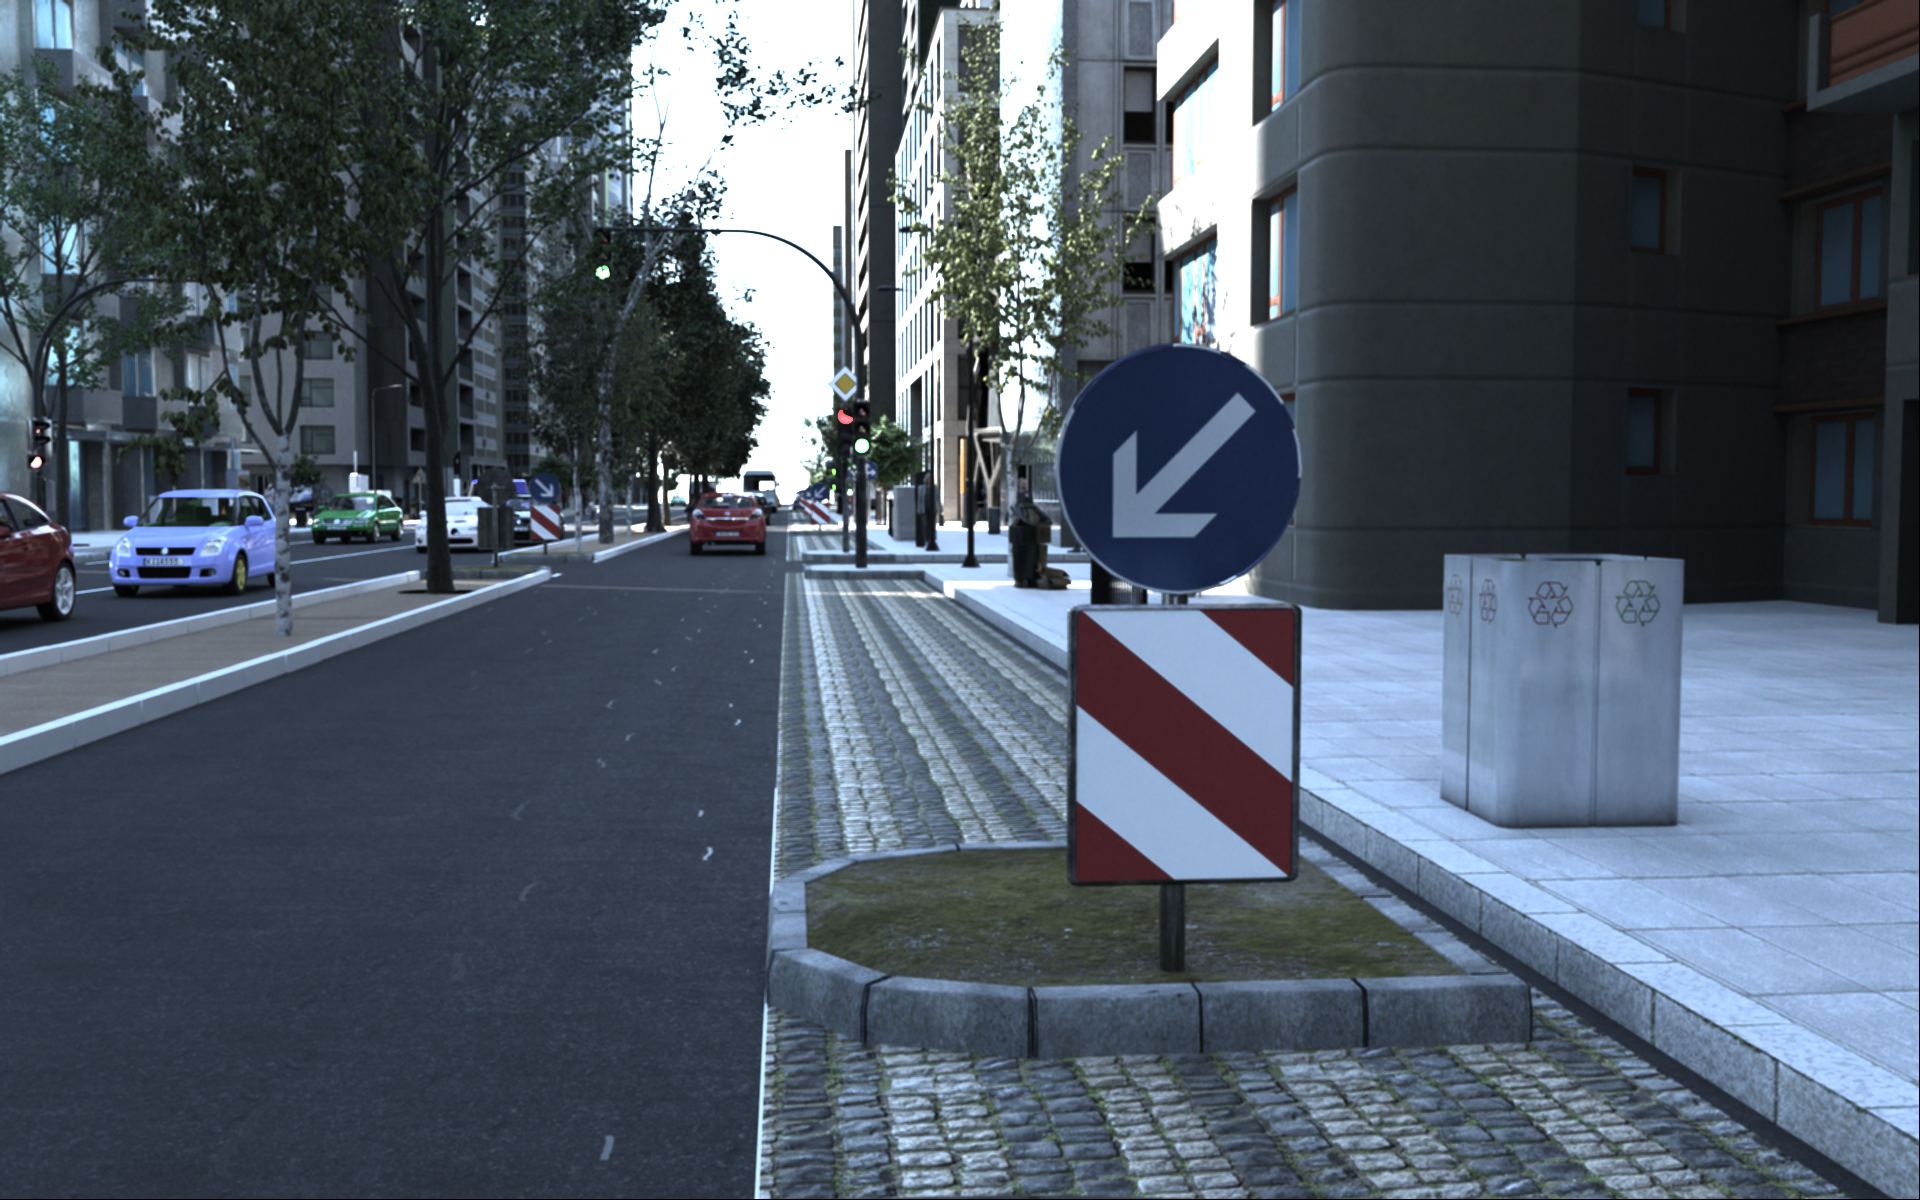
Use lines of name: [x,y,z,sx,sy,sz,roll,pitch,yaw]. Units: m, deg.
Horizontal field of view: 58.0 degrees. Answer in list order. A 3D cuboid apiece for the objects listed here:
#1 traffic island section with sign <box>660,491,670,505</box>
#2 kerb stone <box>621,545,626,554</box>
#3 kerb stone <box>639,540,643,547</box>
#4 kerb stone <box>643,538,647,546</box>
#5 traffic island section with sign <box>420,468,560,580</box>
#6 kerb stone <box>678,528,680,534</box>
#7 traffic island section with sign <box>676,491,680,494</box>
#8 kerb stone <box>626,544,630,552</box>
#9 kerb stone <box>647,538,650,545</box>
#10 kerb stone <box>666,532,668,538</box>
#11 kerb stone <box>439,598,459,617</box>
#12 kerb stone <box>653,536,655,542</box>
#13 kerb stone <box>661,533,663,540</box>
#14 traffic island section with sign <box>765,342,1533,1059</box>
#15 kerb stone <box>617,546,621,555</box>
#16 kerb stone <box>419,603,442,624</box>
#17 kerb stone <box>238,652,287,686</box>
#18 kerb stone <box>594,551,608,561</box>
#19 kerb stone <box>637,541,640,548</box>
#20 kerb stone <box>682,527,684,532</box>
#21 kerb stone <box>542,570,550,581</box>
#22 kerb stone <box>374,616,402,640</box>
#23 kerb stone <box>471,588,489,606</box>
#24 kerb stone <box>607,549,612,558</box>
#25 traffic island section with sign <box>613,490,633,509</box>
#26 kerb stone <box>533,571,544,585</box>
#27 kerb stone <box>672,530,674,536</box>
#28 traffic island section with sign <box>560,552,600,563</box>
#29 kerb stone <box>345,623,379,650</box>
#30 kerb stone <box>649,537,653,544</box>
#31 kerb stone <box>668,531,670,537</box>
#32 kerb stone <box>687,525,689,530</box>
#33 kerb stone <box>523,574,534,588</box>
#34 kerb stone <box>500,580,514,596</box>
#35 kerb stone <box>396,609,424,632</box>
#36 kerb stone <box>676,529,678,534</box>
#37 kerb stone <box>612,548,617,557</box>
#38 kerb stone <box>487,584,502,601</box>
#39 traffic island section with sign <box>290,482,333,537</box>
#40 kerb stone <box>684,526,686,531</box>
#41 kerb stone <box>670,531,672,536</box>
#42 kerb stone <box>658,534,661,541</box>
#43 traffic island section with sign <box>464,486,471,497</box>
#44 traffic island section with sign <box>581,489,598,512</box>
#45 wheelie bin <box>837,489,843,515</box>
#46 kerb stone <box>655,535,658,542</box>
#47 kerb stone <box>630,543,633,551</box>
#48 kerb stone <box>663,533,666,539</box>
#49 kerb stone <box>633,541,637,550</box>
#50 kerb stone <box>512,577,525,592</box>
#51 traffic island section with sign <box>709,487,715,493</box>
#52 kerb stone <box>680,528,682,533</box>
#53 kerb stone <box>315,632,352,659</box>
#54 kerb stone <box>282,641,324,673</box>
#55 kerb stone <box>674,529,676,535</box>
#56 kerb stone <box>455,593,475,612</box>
traffic island section with sign: [-37.166,-12.786,217.681,1.989,1.847,2.006,0,4,-6]
kerb stone: [-8.159,-1.171,41.399,0.120,0.150,1.000,0,4,-6]
kerb stone: [-8.670,-1.486,46.495,0.120,0.150,1.000,0,4,-6]
kerb stone: [-8.761,-1.548,47.513,0.120,0.150,1.000,0,4,-6]
traffic island section with sign: [-8.095,-1.324,29.782,2.006,1.907,1.989,0,4,-6]
kerb stone: [-10.160,-2.422,61.795,0.120,0.150,1.000,0,4,-6]
traffic island section with sign: [-39.849,-14.459,245.029,1.989,1.847,2.006,0,4,-6]
kerb stone: [-8.257,-1.237,42.416,0.120,0.150,1.000,0,4,-6]
kerb stone: [-8.864,-1.605,48.535,0.120,0.150,1.000,0,4,-6]
kerb stone: [-9.563,-2.041,55.665,0.120,0.150,1.000,0,4,-6]
kerb stone: [-6.104,0.108,20.469,0.120,0.150,1.000,0,4,-6]
kerb stone: [-9.067,-1.736,50.579,0.120,0.150,1.000,0,4,-6]
kerb stone: [-9.366,-1.922,53.630,0.120,0.150,1.000,0,4,-6]
traffic island section with sign: [0.402,0.201,5.335,1.989,1.847,2.006,0,4,-6]
kerb stone: [-8.061,-1.112,40.370,0.120,0.150,1.000,0,4,-6]
kerb stone: [-6.007,0.168,19.449,0.120,0.150,1.000,0,4,-6]
kerb stone: [-5.404,0.542,13.331,0.120,0.150,1.000,0,4,-6]
kerb stone: [-7.763,-0.925,37.316,0.120,0.150,1.000,0,4,-6]
kerb stone: [-8.567,-1.421,45.477,0.120,0.150,1.000,0,4,-6]
kerb stone: [-10.367,-2.546,63.830,0.120,0.150,1.000,0,4,-6]
kerb stone: [-6.907,-0.393,28.614,0.120,0.150,1.000,0,4,-6]
kerb stone: [-5.807,0.294,17.409,0.120,0.150,1.000,0,4,-6]
kerb stone: [-6.301,-0.019,22.510,0.120,0.150,1.000,0,4,-6]
kerb stone: [-7.861,-0.987,38.333,0.120,0.150,1.000,0,4,-6]
traffic island section with sign: [-31.778,-9.434,162.878,1.989,1.847,2.006,0,4,-6]
kerb stone: [-6.803,-0.330,27.597,0.120,0.150,1.000,0,4,-6]
kerb stone: [-9.864,-2.234,58.726,0.120,0.150,1.000,0,4,-6]
traffic island section with sign: [-8.810,-1.775,37.155,2.006,1.907,1.989,0,4,-6]
kerb stone: [-5.702,0.356,16.386,0.120,0.150,1.000,0,4,-6]
kerb stone: [-8.960,-1.673,49.552,0.120,0.150,1.000,0,4,-6]
kerb stone: [-9.664,-2.110,56.692,0.120,0.150,1.000,0,4,-6]
kerb stone: [-10.662,-2.731,66.899,0.120,0.150,1.000,0,4,-6]
kerb stone: [-6.705,-0.265,26.579,0.120,0.150,1.000,0,4,-6]
kerb stone: [-6.497,-0.144,24.545,0.120,0.150,1.000,0,4,-6]
kerb stone: [-5.904,0.230,18.431,0.120,0.150,1.000,0,4,-6]
kerb stone: [-10.072,-2.348,60.767,0.120,0.150,1.000,0,4,-6]
kerb stone: [-7.961,-1.049,39.353,0.120,0.150,1.000,0,4,-6]
kerb stone: [-6.404,-0.081,23.527,0.120,0.150,1.000,0,4,-6]
traffic island section with sign: [-21.497,-3.035,58.246,1.989,1.847,2.006,0,4,-6]
kerb stone: [-10.460,-2.609,64.856,0.120,0.150,1.000,0,4,-6]
kerb stone: [-9.764,-2.168,57.709,0.120,0.150,1.000,0,4,-6]
kerb stone: [-9.259,-1.859,52.614,0.120,0.150,1.000,0,4,-6]
traffic island section with sign: [-24.172,-4.705,85.554,1.989,1.847,2.006,0,4,-6]
traffic island section with sign: [-29.139,-7.794,136.052,1.989,1.847,2.006,0,4,-6]
wheelie bin: [-7.249,-6.139,108.279,0.980,1.594,0.693,-2,4,-35]
kerb stone: [-9.164,-1.797,51.596,0.120,0.150,1.000,0,4,-6]
kerb stone: [-8.364,-1.299,43.432,0.120,0.150,1.000,0,4,-6]
kerb stone: [-9.464,-1.985,54.647,0.120,0.150,1.000,0,4,-6]
kerb stone: [-8.461,-1.362,44.457,0.120,0.150,1.000,0,4,-6]
kerb stone: [-6.598,-0.202,25.563,0.120,0.150,1.000,0,4,-6]
traffic island section with sign: [-16.166,-6.348,111.934,2.006,1.907,1.989,0,4,-6]
kerb stone: [-10.267,-2.483,62.813,0.120,0.150,1.000,0,4,-6]
kerb stone: [-5.607,0.418,15.368,0.120,0.150,1.000,0,4,-6]
kerb stone: [-5.491,0.480,14.352,0.120,0.150,1.000,0,4,-6]
kerb stone: [-9.963,-2.297,59.750,0.120,0.150,1.000,0,4,-6]
kerb stone: [-6.200,0.043,21.489,0.120,0.150,1.000,0,4,-6]
